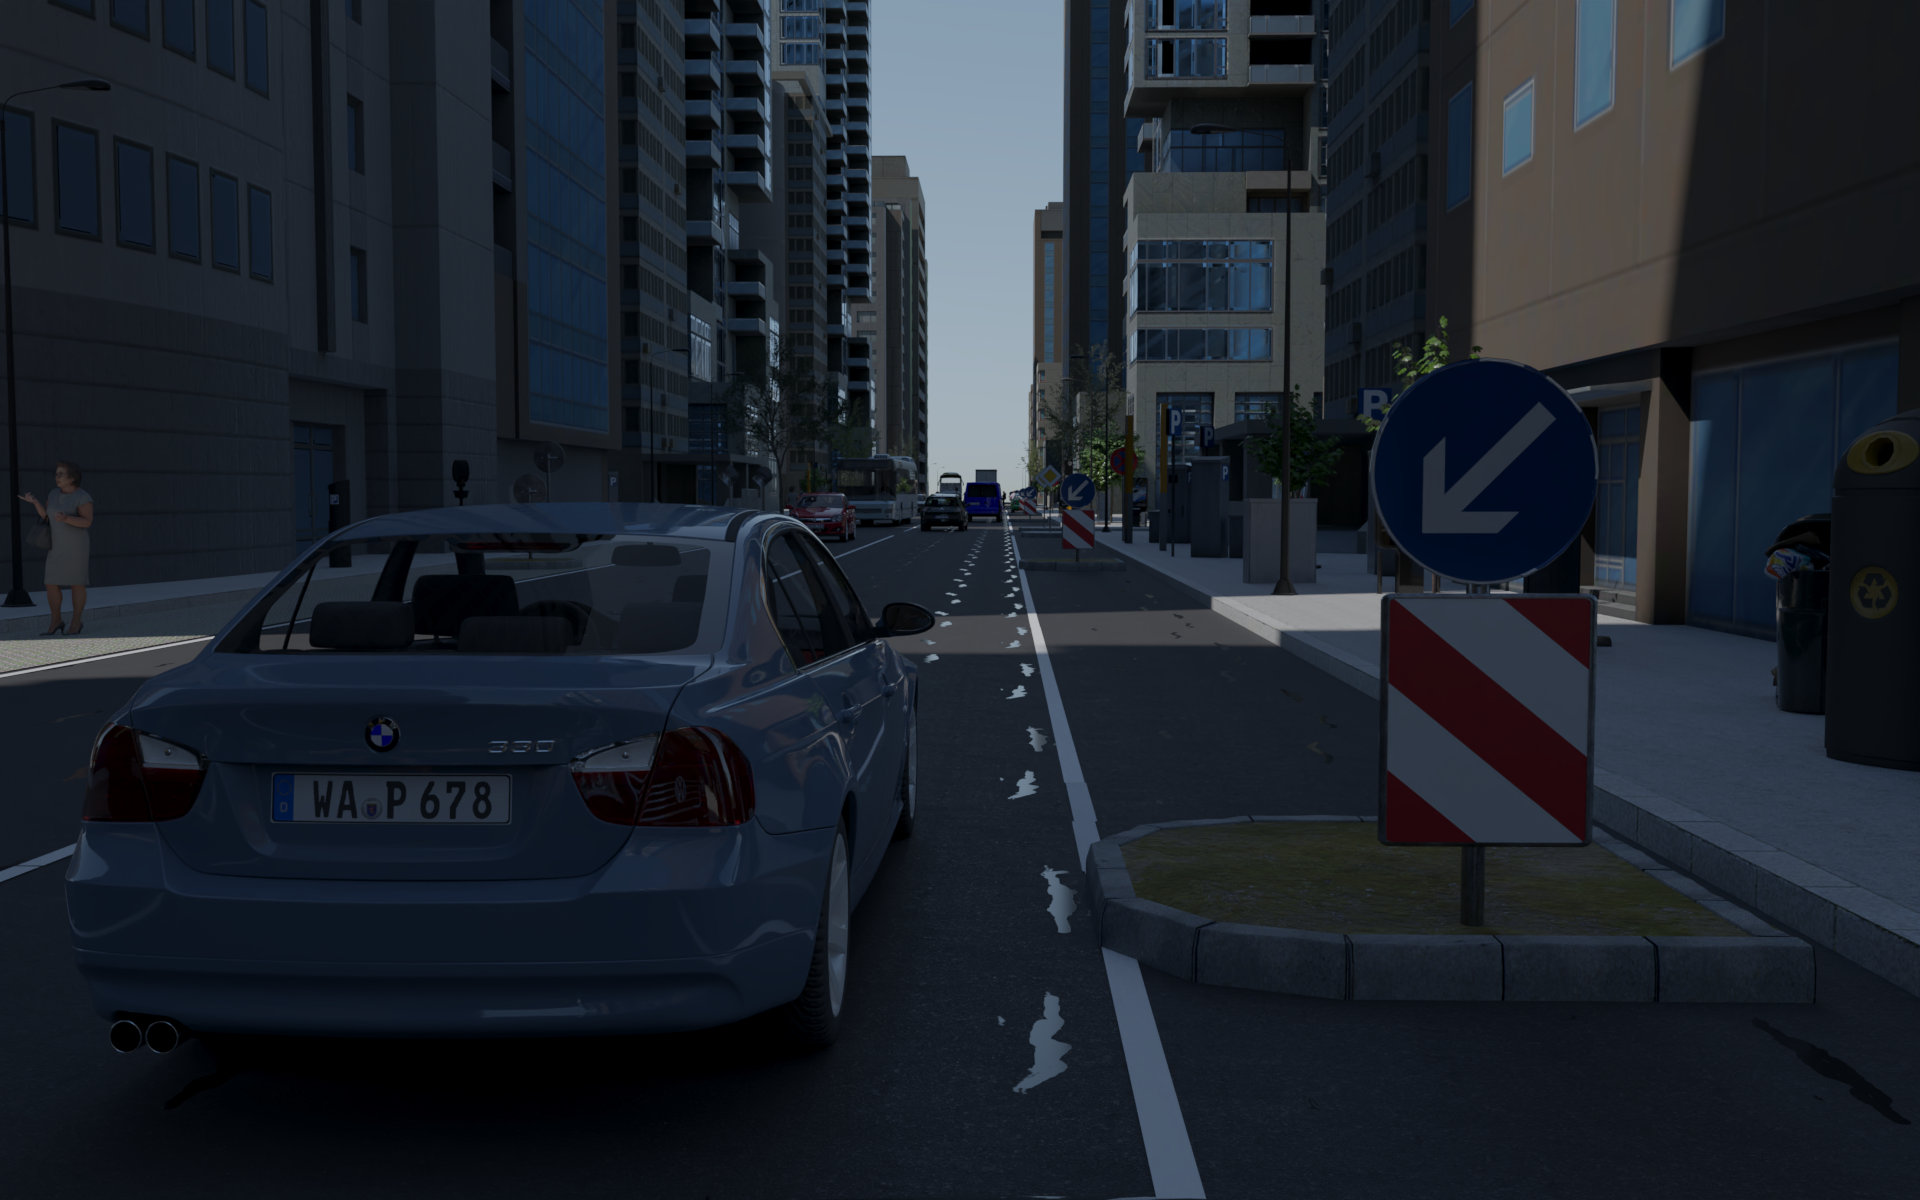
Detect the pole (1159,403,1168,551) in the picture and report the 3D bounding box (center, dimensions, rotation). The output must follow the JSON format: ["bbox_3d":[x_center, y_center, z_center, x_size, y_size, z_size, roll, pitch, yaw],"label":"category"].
[{"bbox_3d":[4.584,-2.764,39.036,0.158,3.312,0.155,0,3,0],"label":"pole"}]

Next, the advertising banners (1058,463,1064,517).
[{"bbox_3d":[5.676,-6.170,97.072,0.090,3.025,2.074,1,4,11],"label":"advertising banners"}]

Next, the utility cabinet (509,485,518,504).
[{"bbox_3d":[-9.931,-1.891,39.594,0.318,1.500,1.173,1,4,9],"label":"utility cabinet"}]

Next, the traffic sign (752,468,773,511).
[{"bbox_3d":[-7.569,-3.842,66.460,0.795,2.450,0.064,0,4,1],"label":"traffic sign"}]

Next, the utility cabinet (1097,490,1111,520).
[{"bbox_3d":[7.157,-4.733,86.060,0.318,1.500,1.173,-1,4,-17],"label":"utility cabinet"}]

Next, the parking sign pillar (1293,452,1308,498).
[{"bbox_3d":[13.161,-4.727,65.764,1.447,3.967,1.447,-1,4,-19],"label":"parking sign pillar"}]

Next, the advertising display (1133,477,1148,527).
[{"bbox_3d":[6.837,-3.787,67.139,0.974,1.923,0.123,2,4,33],"label":"advertising display"}]

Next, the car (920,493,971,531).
[{"bbox_3d":[-0.604,-3.571,68.168,2.009,1.686,4.222,0,4,3],"label":"car"}]

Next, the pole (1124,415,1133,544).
[{"bbox_3d":[4.374,-3.121,44.870,0.158,3.312,0.155,0,3,0],"label":"pole"}]

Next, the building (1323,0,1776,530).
[{"bbox_3d":[23.788,-25.844,72.657,14.200,45.320,14.600,0,4,1],"label":"building"}]

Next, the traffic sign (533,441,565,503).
[{"bbox_3d":[-9.875,-2.538,41.609,0.768,2.556,0.104,0,4,5],"label":"traffic sign"}]

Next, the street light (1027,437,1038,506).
[{"bbox_3d":[6.566,-10.587,145.642,1.470,5.913,1.316,0,4,1],"label":"street light"}]

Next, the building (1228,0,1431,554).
[{"bbox_3d":[22.836,-21.529,43.885,32.217,40.220,23.993,0,4,1],"label":"building"}]

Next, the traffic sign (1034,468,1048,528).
[{"bbox_3d":[3.221,-3.825,66.177,0.795,2.450,0.064,0,4,1],"label":"traffic sign"}]

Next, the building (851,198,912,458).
[{"bbox_3d":[-13.785,-33.596,232.887,14.154,41.232,14.086,0,4,1],"label":"building"}]

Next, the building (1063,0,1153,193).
[{"bbox_3d":[15.073,-29.557,133.374,14.600,45.320,14.200,0,4,1],"label":"building"}]

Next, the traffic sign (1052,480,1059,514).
[{"bbox_3d":[6.078,-6.930,113.404,0.768,2.556,0.104,0,4,3],"label":"traffic sign"}]

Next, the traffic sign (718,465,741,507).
[{"bbox_3d":[-7.764,-3.354,58.477,0.795,2.450,0.064,0,4,1],"label":"traffic sign"}]

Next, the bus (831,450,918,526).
[{"bbox_3d":[-3.742,-5.211,80.064,2.948,3.499,13.247,0,4,3],"label":"bus"}]

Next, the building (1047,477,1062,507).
[{"bbox_3d":[25.020,-29.390,172.408,32.217,40.220,23.993,0,4,1],"label":"building"}]

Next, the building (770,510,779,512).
[{"bbox_3d":[-23.148,-48.944,112.910,22.319,86.520,31.000,0,4,1],"label":"building"}]

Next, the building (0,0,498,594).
[{"bbox_3d":[-21.838,-29.592,25.828,21.231,58.520,28.212,0,4,1],"label":"building"}]

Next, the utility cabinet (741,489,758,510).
[{"bbox_3d":[-9.059,-4.045,74.807,0.318,1.500,1.173,1,4,16],"label":"utility cabinet"}]

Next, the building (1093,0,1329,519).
[{"bbox_3d":[18.554,-48.245,101.480,22.319,86.520,31.000,0,4,1],"label":"building"}]

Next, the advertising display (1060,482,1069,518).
[{"bbox_3d":[5.654,-5.410,93.672,0.123,1.923,0.974,-1,4,-23],"label":"advertising display"}]

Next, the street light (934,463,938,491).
[{"bbox_3d":[-4.202,-17.696,261.864,1.470,5.913,1.316,0,4,1],"label":"street light"}]

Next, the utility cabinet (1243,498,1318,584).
[{"bbox_3d":[4.609,-0.845,24.976,1.020,1.237,0.306,-1,4,-10],"label":"utility cabinet"}]

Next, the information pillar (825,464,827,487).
[{"bbox_3d":[-10.361,-8.731,134.098,0.183,3.616,0.504,-1,4,-8],"label":"information pillar"}]

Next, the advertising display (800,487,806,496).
[{"bbox_3d":[-11.133,-7.339,125.214,0.974,1.923,0.123,2,4,24],"label":"advertising display"}]

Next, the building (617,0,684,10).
[{"bbox_3d":[-25.731,-23.641,78.406,32.217,40.220,23.993,0,4,1],"label":"building"}]

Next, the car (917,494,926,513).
[{"bbox_3d":[-3.109,-6.689,119.157,2.009,1.686,4.222,0,4,-1],"label":"car"}]

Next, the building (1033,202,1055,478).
[{"bbox_3d":[18.140,-37.559,264.195,14.600,45.320,14.200,0,4,1],"label":"building"}]

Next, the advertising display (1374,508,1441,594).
[{"bbox_3d":[5.805,-1.046,22.324,0.974,1.923,0.123,-1,4,-16],"label":"advertising display"}]

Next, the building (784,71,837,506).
[{"bbox_3d":[-24.679,-28.237,153.562,32.217,40.220,23.993,0,4,1],"label":"building"}]

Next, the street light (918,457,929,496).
[{"bbox_3d":[-5.193,-15.503,226.015,1.470,5.913,1.316,0,4,1],"label":"street light"}]

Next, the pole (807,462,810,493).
[{"bbox_3d":[-9.760,-7.214,111.792,0.158,3.312,0.155,0,3,0],"label":"pole"}]

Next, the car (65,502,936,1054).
[{"bbox_3d":[-1.116,0.379,5.800,2.014,1.417,4.499,0,4,2],"label":"car"}]

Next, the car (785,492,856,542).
[{"bbox_3d":[-4.209,-2.683,52.908,2.155,1.783,4.494,0,4,1],"label":"car"}]

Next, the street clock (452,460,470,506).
[{"bbox_3d":[-10.573,-1.967,36.725,0.358,2.002,0.471,-2,4,-34],"label":"street clock"}]

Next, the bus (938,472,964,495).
[{"bbox_3d":[-1.053,-12.572,197.096,2.896,3.916,12.252,0,4,0],"label":"bus"}]

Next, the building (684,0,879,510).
[{"bbox_3d":[-19.260,-53.030,179.708,22.319,86.520,31.000,0,4,1],"label":"building"}]

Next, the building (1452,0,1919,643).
[{"bbox_3d":[13.525,-22.434,16.902,14.600,45.320,14.200,0,4,1],"label":"building"}]

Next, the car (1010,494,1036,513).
[{"bbox_3d":[4.657,-7.288,127.953,1.959,1.807,4.718,0,4,0],"label":"car"}]

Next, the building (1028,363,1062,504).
[{"bbox_3d":[25.317,-26.986,286.263,27.650,21.520,28.899,0,4,1],"label":"building"}]

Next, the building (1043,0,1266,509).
[{"bbox_3d":[21.201,-54.182,198.541,22.319,86.520,31.000,0,4,1],"label":"building"}]

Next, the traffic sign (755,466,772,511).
[{"bbox_3d":[-8.964,-4.832,79.112,0.768,2.556,0.104,0,4,3],"label":"traffic sign"}]

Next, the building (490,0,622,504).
[{"bbox_3d":[-18.281,-24.366,48.500,14.200,45.320,14.600,0,4,1],"label":"building"}]

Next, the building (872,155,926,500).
[{"bbox_3d":[-16.123,-38.365,250.964,21.300,48.544,21.600,0,4,1],"label":"building"}]

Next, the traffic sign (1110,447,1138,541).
[{"bbox_3d":[4.445,-2.871,47.053,0.768,2.556,0.104,0,4,4],"label":"traffic sign"}]

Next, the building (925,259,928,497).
[{"bbox_3d":[-12.705,-37.294,293.348,14.154,41.232,14.086,0,4,1],"label":"building"}]

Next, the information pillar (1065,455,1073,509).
[{"bbox_3d":[6.385,-6.732,101.429,0.504,3.616,0.183,1,4,20],"label":"information pillar"}]

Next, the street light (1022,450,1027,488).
[{"bbox_3d":[7.525,-12.769,181.315,1.470,5.913,1.316,0,4,1],"label":"street light"}]

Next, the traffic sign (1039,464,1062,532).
[{"bbox_3d":[3.027,-3.337,58.195,0.795,2.450,0.064,0,4,1],"label":"traffic sign"}]
